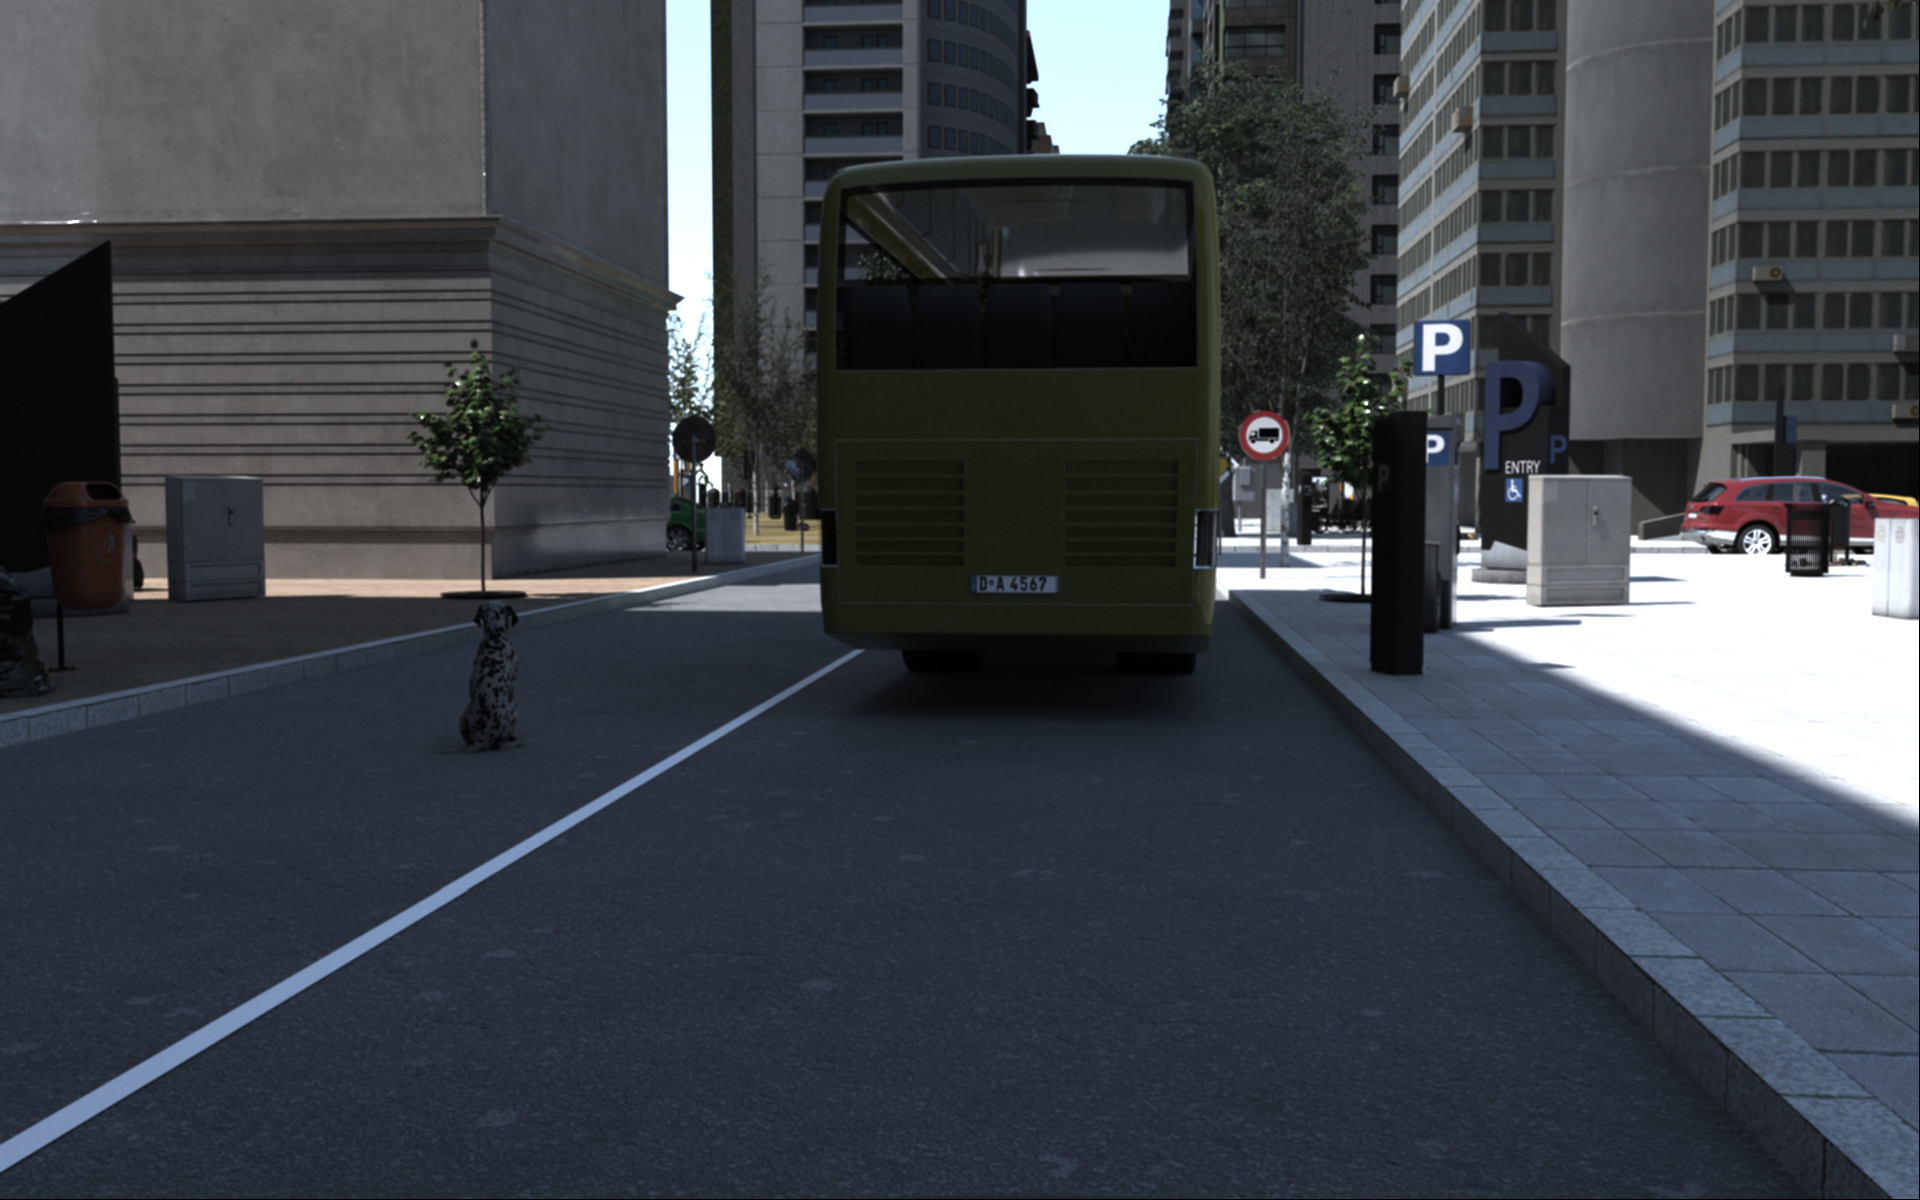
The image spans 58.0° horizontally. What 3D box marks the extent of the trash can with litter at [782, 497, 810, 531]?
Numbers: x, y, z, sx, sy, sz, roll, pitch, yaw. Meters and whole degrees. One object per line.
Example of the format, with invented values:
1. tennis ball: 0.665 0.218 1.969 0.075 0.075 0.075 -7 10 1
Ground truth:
1. trash can with litter: -5.692 -3.004 60.497 1.055 1.170 0.624 2 4 33

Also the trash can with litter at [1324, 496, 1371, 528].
1. trash can with litter: 15.347 -3.365 66.073 2.233 1.210 1.678 -3 5 -41

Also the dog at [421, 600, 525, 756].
1. dog: -2.751 0.432 9.773 0.513 0.831 0.800 2 4 35

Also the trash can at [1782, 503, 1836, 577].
1. trash can: 13.189 -0.935 26.944 0.748 1.137 0.748 0 3 0

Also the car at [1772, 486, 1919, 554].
1. car: 20.351 -1.828 40.108 3.980 1.641 2.015 0 4 7

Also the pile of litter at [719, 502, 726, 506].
1. pile of litter: -13.397 -5.126 97.781 1.719 0.858 1.176 0 4 -3

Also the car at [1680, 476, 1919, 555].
1. car: 18.671 -1.794 38.002 5.304 1.827 2.281 0 4 4

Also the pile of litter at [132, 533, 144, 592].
1. pile of litter: -11.334 -0.542 22.819 1.176 0.858 1.719 0 4 -7

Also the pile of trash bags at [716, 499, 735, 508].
1. pile of trash bags: -7.475 -2.241 46.394 3.447 1.369 1.912 1 4 21

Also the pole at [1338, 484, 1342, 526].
1. pole: 15.221 -4.603 69.094 0.158 3.312 0.155 0 3 0

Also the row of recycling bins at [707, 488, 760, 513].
1. row of recycling bins: -15.358 -6.743 117.363 3.534 1.692 1.069 -1 4 -17

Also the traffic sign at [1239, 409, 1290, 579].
1. traffic sign: 4.595 -1.596 26.194 0.768 2.556 0.104 1 4 14

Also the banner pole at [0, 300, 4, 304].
1. banner pole: -12.486 -1.972 22.258 0.401 3.779 0.863 2 4 26

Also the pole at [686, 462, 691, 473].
1. pole: -11.265 -4.766 71.763 0.158 3.312 0.155 0 3 0

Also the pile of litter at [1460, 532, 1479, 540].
1. pile of litter: 14.016 -2.134 48.849 1.176 0.858 1.719 0 4 8

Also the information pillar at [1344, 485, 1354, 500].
1. information pillar: 19.214 -5.761 85.553 0.504 3.616 0.183 3 5 39

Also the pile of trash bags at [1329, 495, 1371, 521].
1. pile of trash bags: 18.248 -4.477 82.959 3.447 1.369 1.912 0 4 -3

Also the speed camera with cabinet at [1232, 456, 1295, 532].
1. speed camera with cabinet: 10.301 -3.941 58.777 2.038 3.252 0.660 0 4 -2

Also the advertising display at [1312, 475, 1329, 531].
1. advertising display: 12.318 -3.361 60.161 0.974 1.923 0.123 2 4 25

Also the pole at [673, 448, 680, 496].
1. pole: -10.160 -4.171 62.041 0.158 3.312 0.155 0 3 0

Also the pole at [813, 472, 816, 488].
1. pole: -9.097 -6.993 108.179 0.158 3.312 0.155 0 3 0

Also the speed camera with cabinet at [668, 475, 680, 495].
1. speed camera with cabinet: -13.558 -5.443 83.328 2.038 3.252 0.660 3 5 43

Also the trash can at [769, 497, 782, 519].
1. trash can: -9.547 -4.762 89.512 0.748 1.137 0.748 0 3 0

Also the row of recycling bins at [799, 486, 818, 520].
1. row of recycling bins: -6.712 -4.948 88.020 1.069 1.692 3.534 3 5 43

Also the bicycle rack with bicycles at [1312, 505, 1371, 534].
1. bicycle rack with bicycles: 12.717 -2.692 57.404 2.925 0.926 2.852 0 4 -6

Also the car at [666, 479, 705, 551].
1. car: -8.001 -2.047 42.259 4.718 1.807 1.959 0 4 5

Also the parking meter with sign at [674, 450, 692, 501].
1. parking meter with sign: -9.616 -3.981 61.344 0.543 3.016 1.738 0 4 7

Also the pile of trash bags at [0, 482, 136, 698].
1. pile of trash bags: -6.709 -0.085 11.136 1.912 1.369 3.447 1 4 17

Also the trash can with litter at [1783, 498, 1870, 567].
1. trash can with litter: 15.494 -1.228 31.142 2.233 1.210 1.678 -2 4 -32

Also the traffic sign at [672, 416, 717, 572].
1. traffic sign: -4.350 -1.725 28.315 0.768 2.556 0.104 1 4 12

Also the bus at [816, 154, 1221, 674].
1. bus: 1.067 -1.541 16.734 2.896 3.916 12.252 0 4 7

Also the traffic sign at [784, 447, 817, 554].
1. traffic sign: -3.387 -2.054 37.224 0.795 2.450 0.064 0 4 5

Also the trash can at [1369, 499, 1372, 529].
1. trash can: 13.353 -2.652 55.015 0.748 1.137 0.748 0 3 0

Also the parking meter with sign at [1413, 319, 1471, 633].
1. parking meter with sign: 4.549 -1.250 16.694 0.543 3.016 1.738 1 4 20

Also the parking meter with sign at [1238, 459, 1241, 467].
1. parking meter with sign: 12.982 -5.471 85.714 1.738 3.016 0.543 1 4 16

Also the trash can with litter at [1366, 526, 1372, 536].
1. trash can with litter: 12.912 -2.524 52.648 1.055 1.170 0.624 -2 4 -26

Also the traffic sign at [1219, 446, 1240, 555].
1. traffic sign: 5.465 -2.001 36.364 0.795 2.450 0.064 0 4 5
